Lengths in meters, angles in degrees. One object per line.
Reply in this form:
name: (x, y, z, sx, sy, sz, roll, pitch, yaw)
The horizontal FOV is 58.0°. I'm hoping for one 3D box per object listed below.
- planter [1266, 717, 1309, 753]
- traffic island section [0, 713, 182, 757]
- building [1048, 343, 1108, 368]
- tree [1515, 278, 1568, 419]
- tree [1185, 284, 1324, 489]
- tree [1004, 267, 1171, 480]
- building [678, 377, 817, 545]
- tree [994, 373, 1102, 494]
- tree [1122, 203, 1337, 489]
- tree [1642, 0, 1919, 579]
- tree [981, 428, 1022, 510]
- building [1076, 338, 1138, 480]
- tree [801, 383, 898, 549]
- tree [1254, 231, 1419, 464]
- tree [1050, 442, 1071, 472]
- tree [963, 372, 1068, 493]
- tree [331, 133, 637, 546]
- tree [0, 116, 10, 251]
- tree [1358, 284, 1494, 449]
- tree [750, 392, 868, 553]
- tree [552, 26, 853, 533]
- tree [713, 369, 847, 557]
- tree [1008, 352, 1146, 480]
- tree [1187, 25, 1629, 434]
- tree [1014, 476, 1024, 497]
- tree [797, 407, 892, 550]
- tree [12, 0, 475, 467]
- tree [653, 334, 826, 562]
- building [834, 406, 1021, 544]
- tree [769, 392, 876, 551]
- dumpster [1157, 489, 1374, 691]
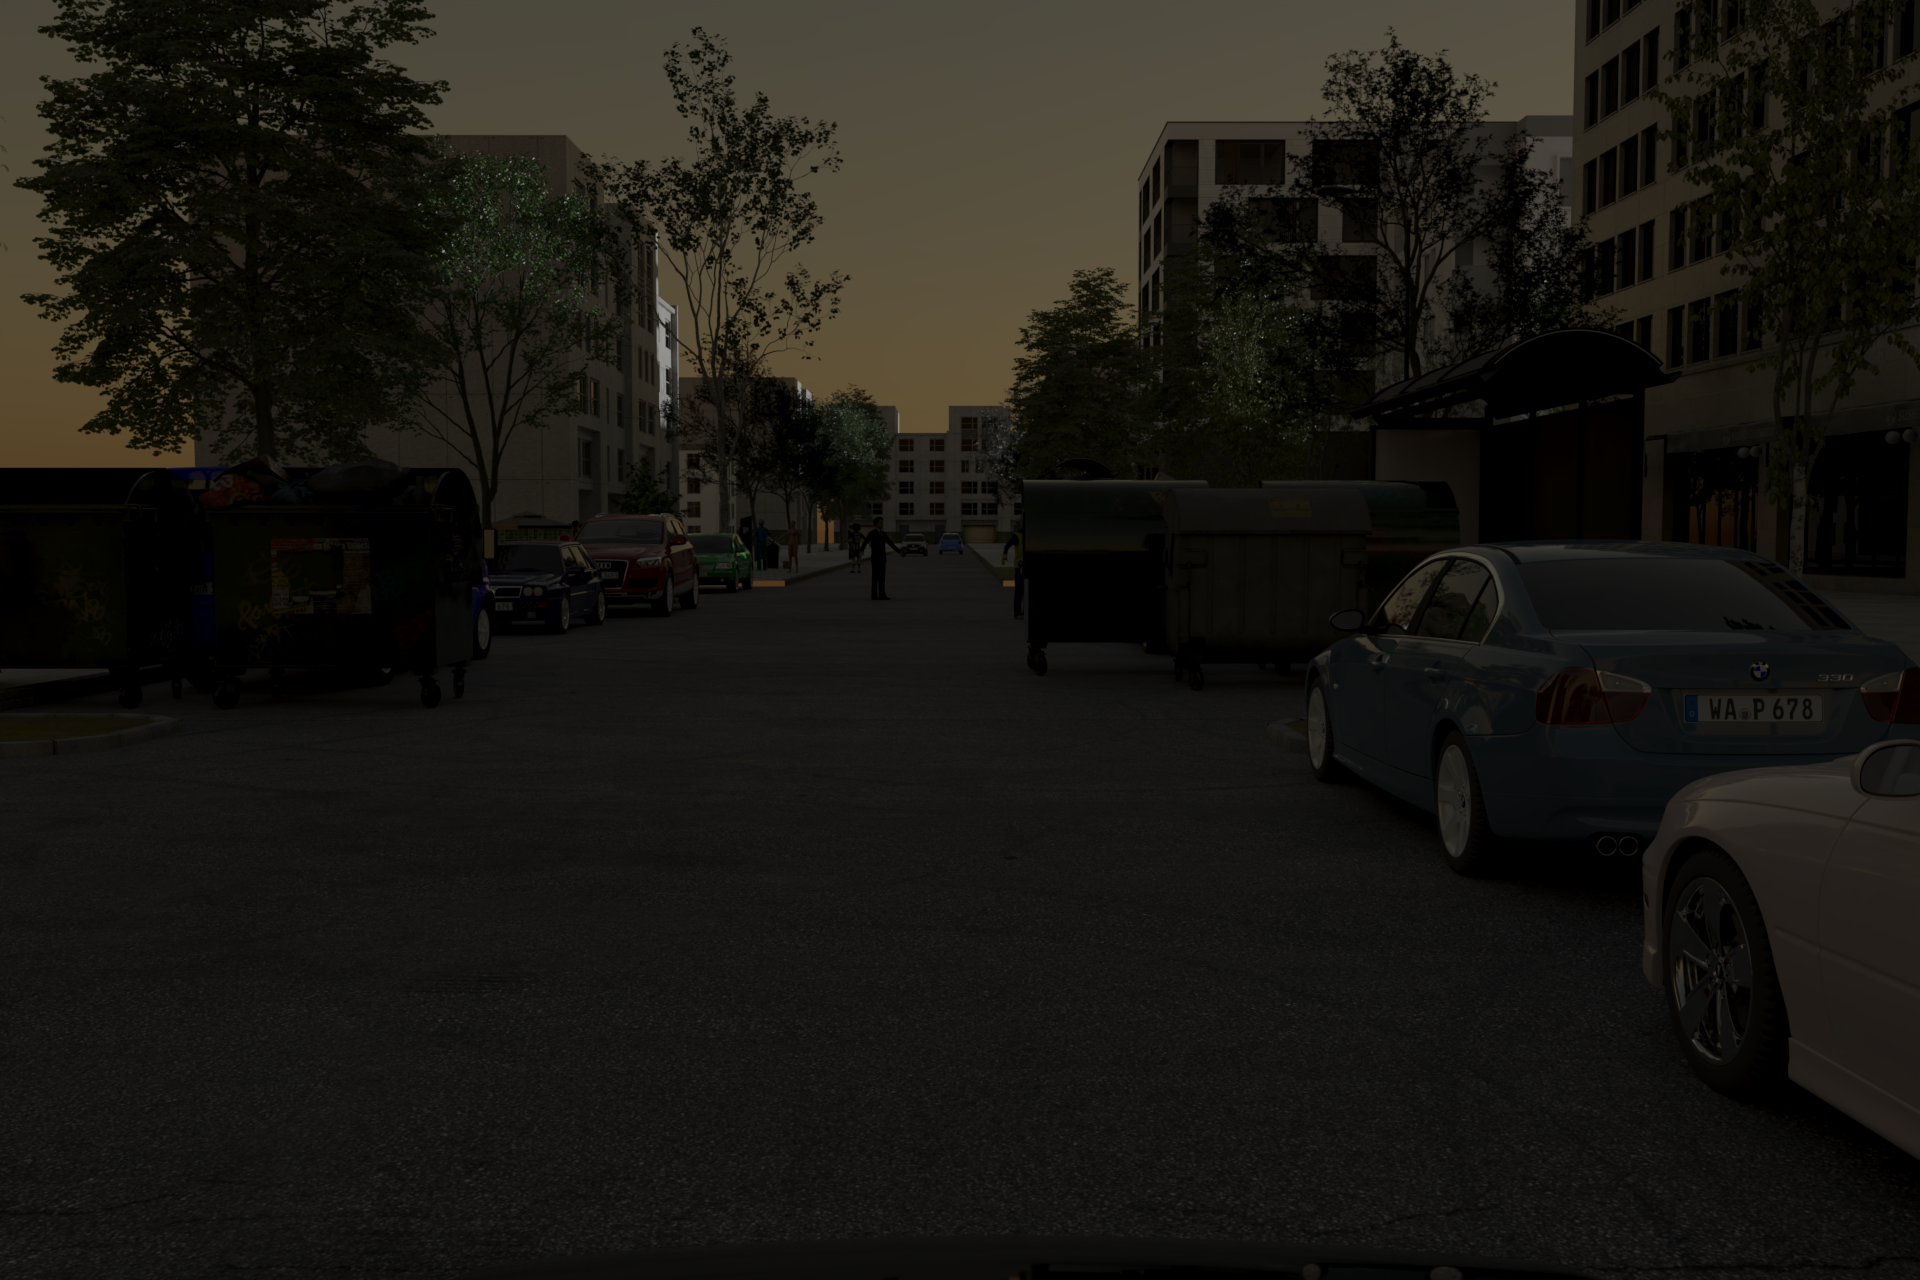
planter: (3.167, 0.565, 11.902, 1.991, 0.319, 1.994, 0, 4, 0)
traffic island section: (-6.625, 0.662, 12.050, 1.991, 0.108, 1.994, 0, 4, 0)
building: (23.832, -21.865, 201.459, 27.936, 21.610, 32.646, 0, 4, 0)
tree: (23.111, -8.478, 64.373, 9.928, 11.665, 9.643, 0, 3, 0)
tree: (8.439, -6.132, 50.617, 4.737, 8.622, 4.395, 0, 3, 0)
tree: (5.441, -9.535, 74.019, 7.486, 12.596, 7.792, 0, 3, 0)
building: (-27.041, -21.077, 211.067, 16.747, 18.905, 31.486, 0, 4, 0)
tree: (5.429, -9.941, 96.955, 7.601, 10.594, 8.767, -1, 4, -17)
tree: (9.504, -8.681, 60.061, 7.486, 12.596, 7.792, 0, 3, 0)
tree: (9.559, -4.205, 19.116, 4.737, 8.622, 4.395, 0, 3, 0)
tree: (5.498, -12.673, 141.612, 7.601, 10.594, 8.767, 1, 4, 18)
building: (21.353, -20.853, 171.873, 19.493, 23.208, 18.063, 0, 4, -1)
tree: (-9.875, -14.765, 148.070, 9.857, 13.997, 8.962, 0, 3, 0)
tree: (8.695, -5.667, 43.021, 4.360, 8.622, 3.978, 0, 3, 0)
tree: (5.577, -9.849, 111.393, 4.360, 8.622, 3.978, 0, 3, 0)
tree: (5.288, -13.245, 126.926, 12.009, 13.543, 11.850, 0, 3, 0)
tree: (-12.240, -7.278, 44.751, 9.928, 11.665, 9.643, 0, 3, 0)
tree: (-12.651, -4.200, 19.025, 4.360, 8.622, 3.978, 0, 3, 0)
tree: (14.232, -6.100, 50.094, 4.360, 8.622, 3.978, 0, 3, 0)
tree: (-10.094, -11.007, 114.381, 8.767, 10.594, 7.601, 0, 4, 4)
tree: (-10.342, -12.955, 67.697, 12.611, 20.169, 13.585, 0, 3, 0)
tree: (-9.795, -9.965, 97.340, 7.601, 10.594, 8.767, 1, 4, 16)
tree: (5.901, -9.334, 87.022, 7.601, 10.594, 8.767, 0, 4, -1)
tree: (8.670, -5.943, 31.573, 8.767, 10.594, 7.601, -2, 4, -28)
tree: (6.301, -10.247, 117.893, 4.360, 8.622, 3.978, 0, 3, 0)
tree: (-9.305, -12.937, 137.271, 9.928, 11.665, 9.643, 0, 3, 0)
tree: (-12.030, -6.802, 29.345, 7.486, 12.596, 7.792, 0, 3, 0)
tree: (-9.685, -8.942, 80.620, 7.601, 10.594, 8.767, 3, 5, 40)
building: (-1.557, -23.001, 244.982, 31.486, 18.905, 16.747, 0, 4, 0)
tree: (-9.976, -12.354, 127.738, 9.928, 11.665, 9.643, 0, 3, 0)
dumpster: (2.843, -0.495, 16.310, 1.865, 1.857, 1.264, 0, 4, -1)
